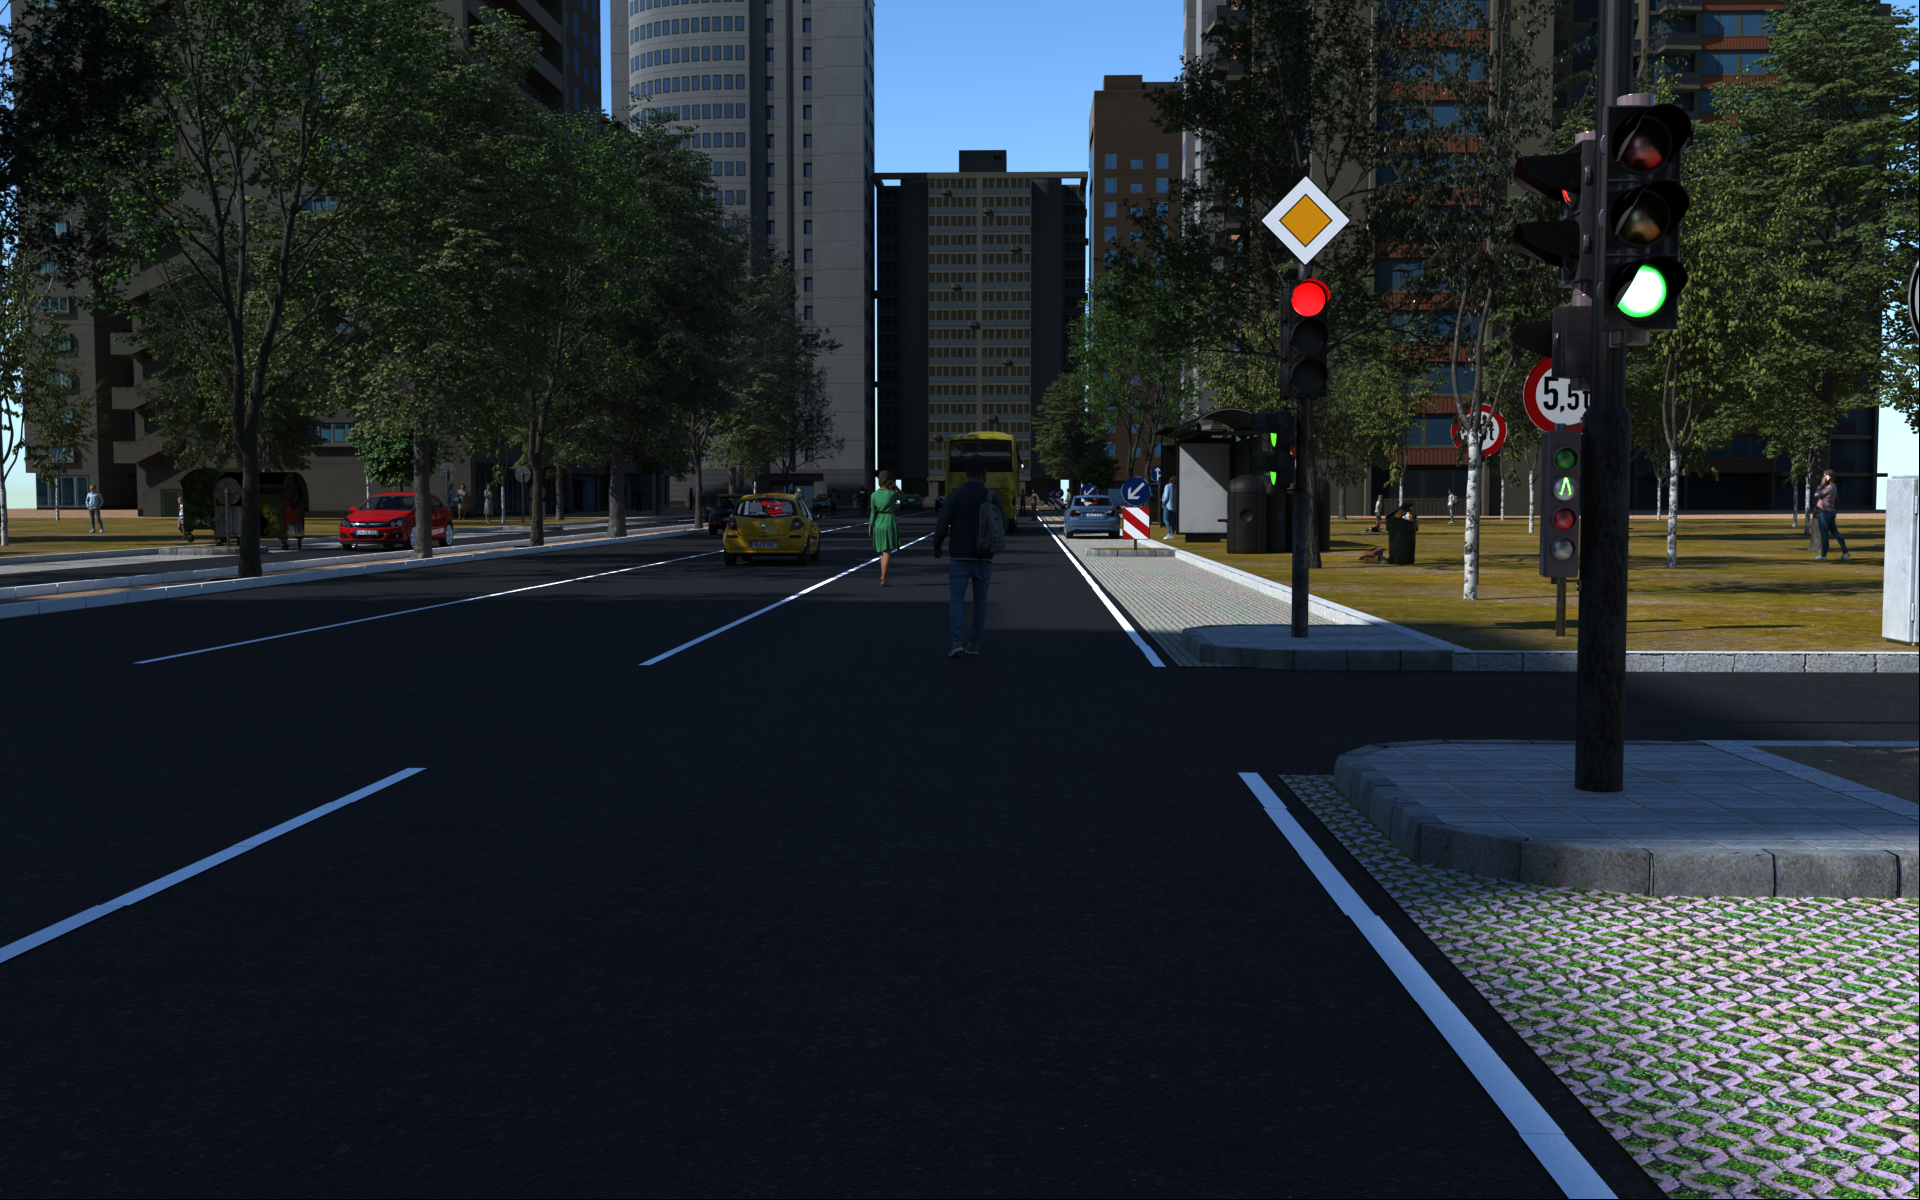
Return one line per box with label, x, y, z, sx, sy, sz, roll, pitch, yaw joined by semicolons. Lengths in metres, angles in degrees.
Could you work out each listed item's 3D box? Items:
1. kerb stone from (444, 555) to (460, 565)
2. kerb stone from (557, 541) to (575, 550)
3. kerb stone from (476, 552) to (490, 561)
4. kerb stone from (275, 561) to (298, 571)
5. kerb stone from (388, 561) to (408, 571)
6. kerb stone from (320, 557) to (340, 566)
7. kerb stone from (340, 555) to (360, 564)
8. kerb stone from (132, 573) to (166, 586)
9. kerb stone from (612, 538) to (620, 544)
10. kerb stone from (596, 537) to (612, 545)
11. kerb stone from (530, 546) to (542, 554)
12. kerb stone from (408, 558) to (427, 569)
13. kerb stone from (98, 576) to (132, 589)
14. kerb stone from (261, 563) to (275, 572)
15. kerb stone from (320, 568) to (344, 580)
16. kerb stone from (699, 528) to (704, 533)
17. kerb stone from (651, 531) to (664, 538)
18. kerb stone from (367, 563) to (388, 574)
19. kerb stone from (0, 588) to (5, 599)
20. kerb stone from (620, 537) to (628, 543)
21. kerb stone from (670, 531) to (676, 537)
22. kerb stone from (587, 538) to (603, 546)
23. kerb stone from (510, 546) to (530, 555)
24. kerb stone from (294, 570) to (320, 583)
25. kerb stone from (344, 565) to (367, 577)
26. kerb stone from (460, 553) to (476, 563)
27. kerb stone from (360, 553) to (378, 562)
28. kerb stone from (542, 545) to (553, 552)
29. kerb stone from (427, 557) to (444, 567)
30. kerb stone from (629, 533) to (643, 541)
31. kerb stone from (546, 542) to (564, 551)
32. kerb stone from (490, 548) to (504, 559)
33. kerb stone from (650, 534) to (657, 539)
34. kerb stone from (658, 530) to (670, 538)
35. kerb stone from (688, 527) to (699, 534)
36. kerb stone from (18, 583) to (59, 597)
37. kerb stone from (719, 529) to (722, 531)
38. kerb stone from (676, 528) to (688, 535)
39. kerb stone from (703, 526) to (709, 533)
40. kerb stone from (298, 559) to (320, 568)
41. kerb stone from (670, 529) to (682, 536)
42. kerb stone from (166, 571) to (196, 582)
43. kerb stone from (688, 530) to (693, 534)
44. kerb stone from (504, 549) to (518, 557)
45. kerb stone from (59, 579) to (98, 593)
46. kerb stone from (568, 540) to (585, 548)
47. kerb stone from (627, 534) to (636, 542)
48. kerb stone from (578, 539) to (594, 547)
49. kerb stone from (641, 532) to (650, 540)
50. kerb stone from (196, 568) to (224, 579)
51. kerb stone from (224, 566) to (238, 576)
kerb stone;-10.531;-0.817;35.551;0.120;0.150;1.000;0;4;2
kerb stone;-10.212;-1.381;44.767;0.120;0.150;1.000;0;4;2
kerb stone;-10.463;-0.942;37.601;0.120;0.150;1.000;0;4;2
kerb stone;-12.737;-0.631;32.507;0.120;0.150;1.000;0;4;2
kerb stone;-10.633;-0.628;32.462;0.120;0.150;1.000;0;4;2
kerb stone;-12.674;-0.756;34.552;0.120;0.150;1.000;0;4;2
kerb stone;-12.633;-0.818;35.573;0.120;0.150;1.000;0;4;2
kerb stone;-12.909;-0.312;27.387;0.120;0.150;1.000;0;4;2
kerb stone;-10.047;-1.693;49.878;0.120;0.150;1.000;0;4;2
kerb stone;-10.073;-1.631;48.856;0.120;0.150;1.000;0;4;2
kerb stone;-10.319;-1.192;41.690;0.120;0.150;1.000;0;4;2
kerb stone;-10.600;-0.691;33.499;0.120;0.150;1.000;0;4;2
kerb stone;-12.954;-0.250;26.365;0.120;0.150;1.000;0;4;2
kerb stone;-12.769;-0.568;31.477;0.120;0.150;1.000;0;4;2
kerb stone;-10.749;-0.438;29.386;0.120;0.150;1.000;0;4;2
kerb stone;-9.577;-2.506;63.182;0.120;0.150;1.000;0;4;2
kerb stone;-9.829;-2.066;56.026;0.120;0.150;1.000;0;4;2
kerb stone;-10.668;-0.565;31.435;0.120;0.150;1.000;0;4;2
kerb stone;-13.056;-0.067;23.296;0.120;0.150;1.000;0;4;2
kerb stone;-10.002;-1.754;50.900;0.120;0.150;1.000;0;4;2
kerb stone;-9.760;-2.192;58.069;0.120;0.150;1.000;0;4;2
kerb stone;-10.108;-1.568;47.835;0.120;0.150;1.000;0;4;2
kerb stone;-10.359;-1.128;40.669;0.120;0.150;1.000;0;4;2
kerb stone;-10.776;-0.370;28.346;0.120;0.150;1.000;0;4;2
kerb stone;-10.711;-0.501;30.410;0.120;0.150;1.000;0;4;2
kerb stone;-10.500;-0.876;36.573;0.120;0.150;1.000;0;4;2
kerb stone;-12.601;-0.881;36.596;0.120;0.150;1.000;0;4;2
kerb stone;-10.289;-1.255;42.712;0.120;0.150;1.000;0;4;2
kerb stone;-10.563;-0.754;34.521;0.120;0.150;1.000;0;4;2
kerb stone;-9.932;-1.881;52.951;0.120;0.150;1.000;0;4;2
kerb stone;-10.249;-1.318;43.743;0.120;0.150;1.000;0;4;2
kerb stone;-10.432;-1.005;38.623;0.120;0.150;1.000;0;4;2
kerb stone;-9.863;-2.005;55.001;0.120;0.150;1.000;0;4;2
kerb stone;-9.795;-2.132;57.047;0.120;0.150;1.000;0;4;2
kerb stone;-9.620;-2.444;62.160;0.120;0.150;1.000;0;4;2
kerb stone;-13.021;-0.128;24.319;0.120;0.150;1.000;0;4;2
kerb stone;-9.409;-2.820;68.296;0.120;0.150;1.000;0;4;2
kerb stone;-9.691;-2.319;60.113;0.120;0.150;1.000;0;4;2
kerb stone;-9.553;-2.566;64.204;0.120;0.150;1.000;0;4;2
kerb stone;-12.703;-0.691;33.530;0.120;0.150;1.000;0;4;2
kerb stone;-9.723;-2.257;59.090;0.120;0.150;1.000;0;4;2
kerb stone;-12.876;-0.380;28.413;0.120;0.150;1.000;0;4;2
kerb stone;-9.656;-2.381;61.136;0.120;0.150;1.000;0;4;2
kerb stone;-10.391;-1.060;39.646;0.120;0.150;1.000;0;4;2
kerb stone;-12.980;-0.192;25.343;0.120;0.150;1.000;0;4;2
kerb stone;-10.179;-1.440;45.791;0.120;0.150;1.000;0;4;2
kerb stone;-9.972;-1.819;51.929;0.120;0.150;1.000;0;4;2
kerb stone;-10.143;-1.505;46.813;0.120;0.150;1.000;0;4;2
kerb stone;-9.906;-1.944;53.980;0.120;0.150;1.000;0;4;2
kerb stone;-12.843;-0.433;29.435;0.120;0.150;1.000;0;4;2
kerb stone;-12.810;-0.502;30.456;0.120;0.150;1.000;0;4;2
